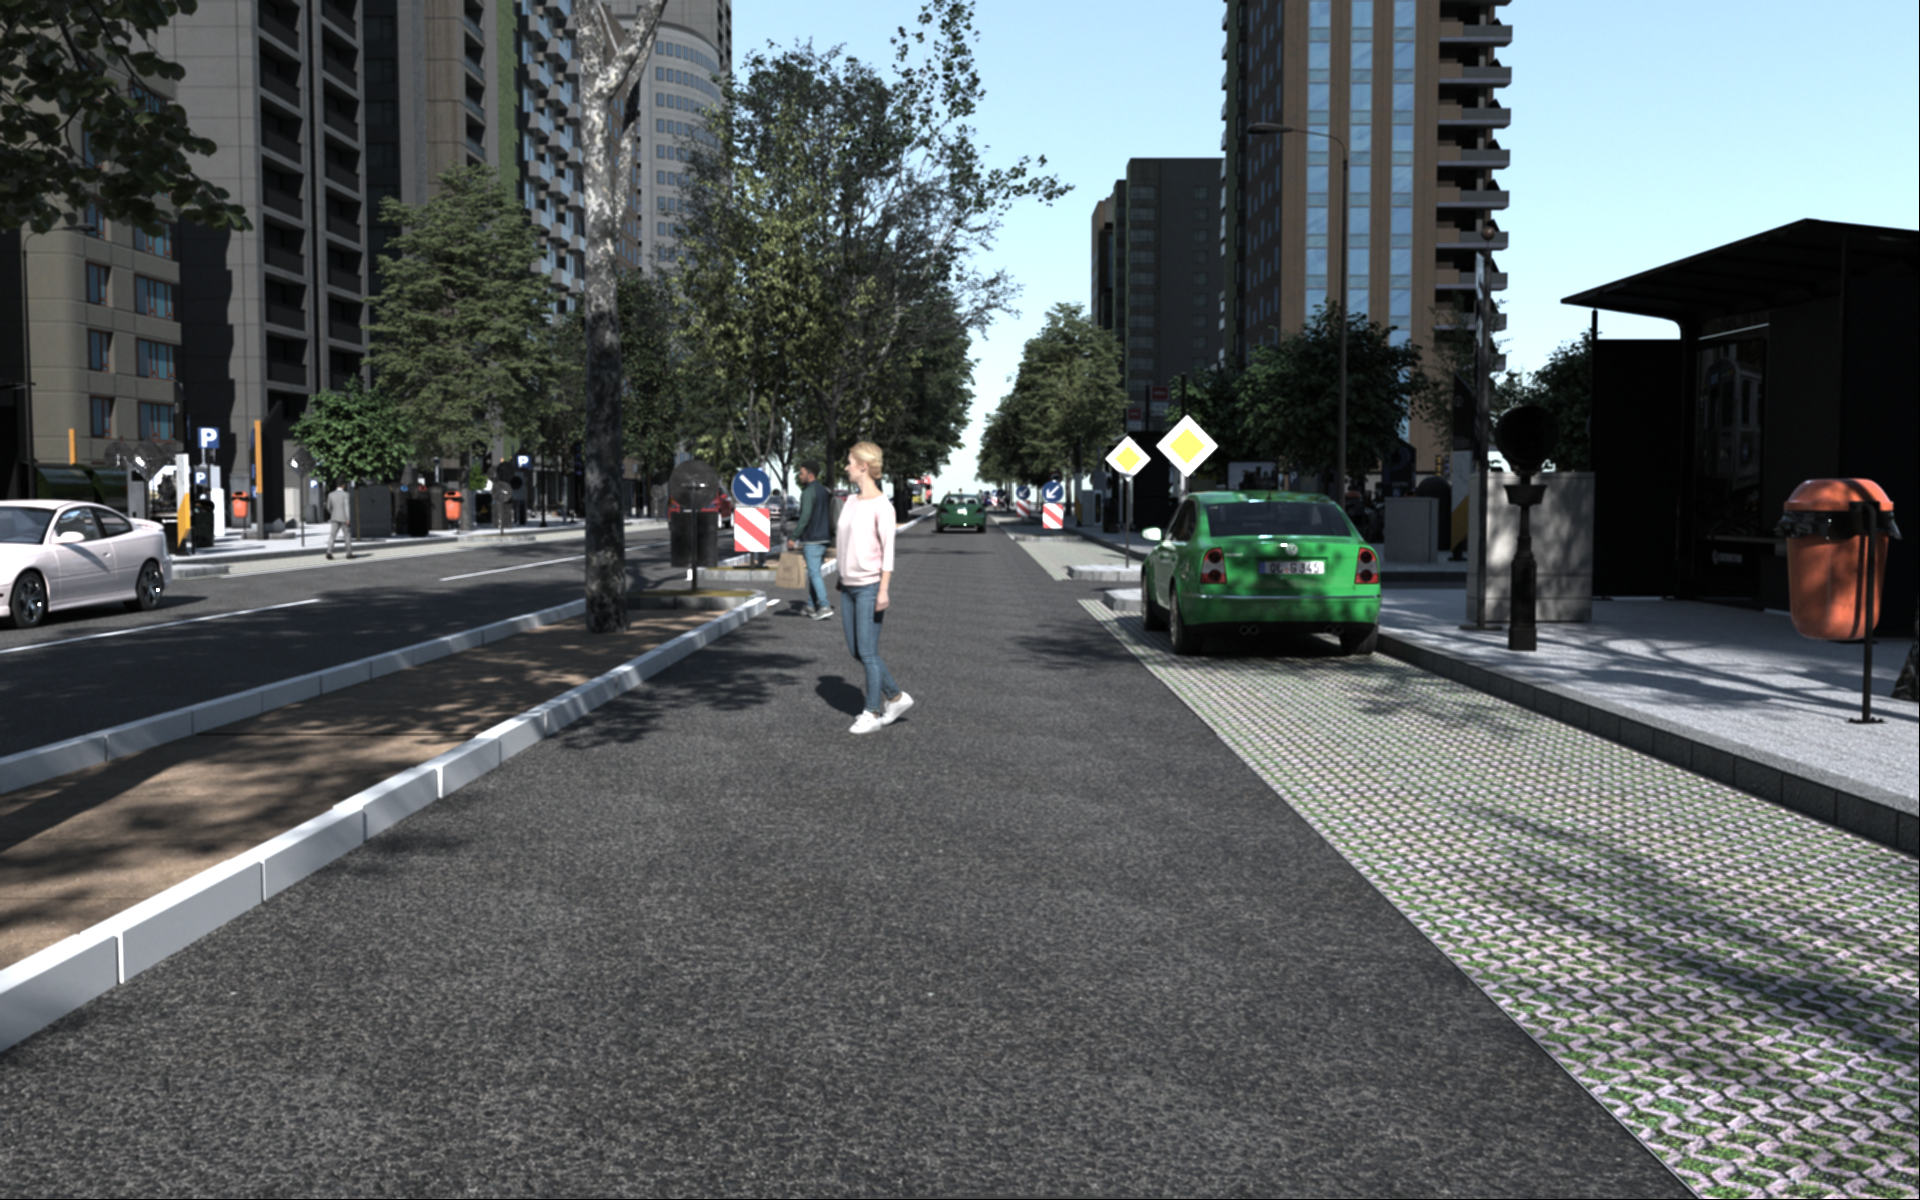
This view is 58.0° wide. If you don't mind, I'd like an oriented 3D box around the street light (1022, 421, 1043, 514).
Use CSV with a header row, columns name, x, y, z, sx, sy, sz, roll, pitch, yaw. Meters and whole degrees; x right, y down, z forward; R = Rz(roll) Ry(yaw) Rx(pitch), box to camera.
name,x,y,z,sx,sy,sz,roll,pitch,yaw
street light,4.640,-8.386,109.644,1.470,5.913,1.316,0,4,0

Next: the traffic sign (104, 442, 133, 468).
name,x,y,z,sx,sy,sz,roll,pitch,yaw
traffic sign,-20.425,-2.567,42.078,0.768,2.556,0.104,0,4,6

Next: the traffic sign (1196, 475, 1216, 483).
name,x,y,z,sx,sy,sz,roll,pitch,yaw
traffic sign,8.544,-3.696,54.302,2.265,3.308,0.079,0,4,6

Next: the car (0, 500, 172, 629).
name,x,y,z,sx,sy,sz,roll,pitch,yaw
car,-10.808,-0.459,19.864,2.083,1.381,4.827,0,4,0

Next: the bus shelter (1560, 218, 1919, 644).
name,x,y,z,sx,sy,sz,roll,pitch,yaw
bus shelter,8.072,-1.627,17.892,1.731,3.624,6.357,0,4,0

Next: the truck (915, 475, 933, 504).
name,x,y,z,sx,sy,sz,roll,pitch,yaw
truck,-5.366,-16.268,254.888,2.839,4.237,11.283,0,4,0

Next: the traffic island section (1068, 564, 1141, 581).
name,x,y,z,sx,sy,sz,roll,pitch,yaw
traffic island section,2.918,-0.472,29.991,2.009,0.180,2.903,0,4,0

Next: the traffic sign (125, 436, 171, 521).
name,x,y,z,sx,sy,sz,roll,pitch,yaw
traffic sign,-14.050,-1.612,29.995,0.795,2.450,0.064,0,4,0

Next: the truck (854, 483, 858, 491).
name,x,y,z,sx,sy,sz,roll,pitch,yaw
truck,-10.366,-12.957,201.606,2.967,4.110,18.799,0,4,0

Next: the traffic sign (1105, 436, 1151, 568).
name,x,y,z,sx,sy,sz,roll,pitch,yaw
traffic sign,2.894,-1.607,29.913,0.795,2.450,0.064,0,4,0

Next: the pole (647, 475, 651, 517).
name,x,y,z,sx,sy,sz,roll,pitch,yaw
pole,-17.072,-6.184,94.954,0.158,3.312,0.155,0,3,0

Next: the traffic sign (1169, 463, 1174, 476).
name,x,y,z,sx,sy,sz,roll,pitch,yaw
traffic sign,8.023,-4.151,67.978,0.768,2.556,0.104,0,4,1

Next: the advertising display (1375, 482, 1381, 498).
name,x,y,z,sx,sy,sz,roll,pitch,yaw
advertising display,22.767,-5.366,92.950,0.974,1.923,0.123,0,4,3

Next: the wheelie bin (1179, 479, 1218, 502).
name,x,y,z,sx,sy,sz,roll,pitch,yaw
wheelie bin,5.058,-1.750,36.514,0.980,1.594,0.693,-2,4,-24

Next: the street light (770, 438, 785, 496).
name,x,y,z,sx,sy,sz,roll,pitch,yaw
street light,-15.101,-10.411,142.755,1.470,5.913,1.316,0,4,0

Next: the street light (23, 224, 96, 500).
name,x,y,z,sx,sy,sz,roll,pitch,yaw
street light,-15.542,-3.509,29.921,1.470,5.913,1.316,0,4,0

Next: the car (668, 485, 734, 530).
name,x,y,z,sx,sy,sz,roll,pitch,yaw
car,-10.422,-3.748,69.950,2.281,1.827,5.304,0,4,1

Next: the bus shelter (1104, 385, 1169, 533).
name,x,y,z,sx,sy,sz,roll,pitch,yaw
bus shelter,6.644,-5.137,61.619,2.179,5.291,8.768,0,4,0

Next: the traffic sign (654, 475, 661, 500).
name,x,y,z,sx,sy,sz,roll,pitch,yaw
traffic sign,-17.871,-6.299,103.099,0.768,2.556,0.104,0,4,3

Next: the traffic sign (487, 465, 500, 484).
name,x,y,z,sx,sy,sz,roll,pitch,yaw
traffic sign,-20.693,-4.711,77.125,0.768,2.556,0.104,0,4,4

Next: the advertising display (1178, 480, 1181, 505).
name,x,y,z,sx,sy,sz,roll,pitch,yaw
advertising display,9.956,-4.477,78.406,0.123,1.923,0.974,0,4,4

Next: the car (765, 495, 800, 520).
name,x,y,z,sx,sy,sz,roll,pitch,yaw
car,-9.937,-5.133,96.294,2.083,1.381,4.827,0,4,0

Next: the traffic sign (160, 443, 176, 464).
name,x,y,z,sx,sy,sz,roll,pitch,yaw
traffic sign,-19.720,-2.637,43.226,0.768,2.556,0.104,0,4,1

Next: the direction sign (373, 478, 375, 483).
name,x,y,z,sx,sy,sz,roll,pitch,yaw
direction sign,-26.258,-5.237,77.616,0.379,3.537,0.876,0,4,-3

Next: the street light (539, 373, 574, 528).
name,x,y,z,sx,sy,sz,roll,pitch,yaw
street light,-15.362,-5.713,65.950,1.470,5.913,1.316,0,4,0

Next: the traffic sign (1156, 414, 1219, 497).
name,x,y,z,sx,sy,sz,roll,pitch,yaw
traffic sign,2.865,-1.118,21.928,0.795,2.450,0.064,0,4,0

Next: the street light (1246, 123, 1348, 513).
name,x,y,z,sx,sy,sz,roll,pitch,yaw
street light,4.291,-3.017,21.873,1.470,5.913,1.316,0,4,0

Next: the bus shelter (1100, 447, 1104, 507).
name,x,y,z,sx,sy,sz,roll,pitch,yaw
bus shelter,7.401,-6.161,78.356,2.179,5.291,8.768,0,4,0

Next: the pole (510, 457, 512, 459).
name,x,y,z,sx,sy,sz,roll,pitch,yaw
pole,-24.394,-6.150,94.393,0.158,3.312,0.155,0,3,0

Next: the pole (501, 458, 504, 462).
name,x,y,z,sx,sy,sz,roll,pitch,yaw
pole,-25.983,-6.399,98.461,0.158,3.312,0.155,0,3,0

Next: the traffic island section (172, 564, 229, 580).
name,x,y,z,sx,sy,sz,roll,pitch,yaw
traffic island section,-14.073,-0.476,30.057,2.009,0.180,2.903,0,4,0

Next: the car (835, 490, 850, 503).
name,x,y,z,sx,sy,sz,roll,pitch,yaw
car,-10.261,-8.495,147.565,2.281,1.827,5.304,0,4,-1

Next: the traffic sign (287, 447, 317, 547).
name,x,y,z,sx,sy,sz,roll,pitch,yaw
traffic sign,-16.010,-2.505,42.143,0.795,2.450,0.064,1,4,9

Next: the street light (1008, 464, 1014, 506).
name,x,y,z,sx,sy,sz,roll,pitch,yaw
street light,4.710,-10.603,145.894,1.470,5.913,1.316,0,4,0

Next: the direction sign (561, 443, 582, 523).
name,x,y,z,sx,sy,sz,roll,pitch,yaw
direction sign,-17.152,-5.171,76.542,0.876,3.537,0.379,0,4,0

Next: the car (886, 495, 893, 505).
name,x,y,z,sx,sy,sz,roll,pitch,yaw
car,-6.861,-9.389,166.087,1.945,1.354,3.894,0,3,0

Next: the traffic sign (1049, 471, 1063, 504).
name,x,y,z,sx,sy,sz,roll,pitch,yaw
traffic sign,5.243,-5.810,95.098,0.768,2.556,0.104,0,4,3

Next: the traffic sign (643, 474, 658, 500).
name,x,y,z,sx,sy,sz,roll,pitch,yaw
traffic sign,-18.042,-6.184,101.115,0.884,2.594,0.081,0,4,3

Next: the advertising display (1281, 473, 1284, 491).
name,x,y,z,sx,sy,sz,roll,pitch,yaw
advertising display,9.680,-2.940,53.280,0.123,1.923,0.974,3,4,39

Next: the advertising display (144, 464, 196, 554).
name,x,y,z,sx,sy,sz,roll,pitch,yaw
advertising display,-16.770,-1.930,36.772,0.974,1.923,0.123,-2,4,-25

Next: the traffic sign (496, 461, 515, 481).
name,x,y,z,sx,sy,sz,roll,pitch,yaw
traffic sign,-17.678,-4.116,67.395,0.768,2.556,0.104,0,4,8

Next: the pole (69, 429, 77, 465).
name,x,y,z,sx,sy,sz,roll,pitch,yaw
pole,-27.761,-3.697,54.281,0.158,3.312,0.155,0,3,0

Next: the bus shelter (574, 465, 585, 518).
name,x,y,z,sx,sy,sz,roll,pitch,yaw
bus shelter,-19.449,-6.291,94.148,1.731,3.624,6.357,0,4,0

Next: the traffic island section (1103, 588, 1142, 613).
name,x,y,z,sx,sy,sz,roll,pitch,yaw
traffic island section,2.889,0.017,22.006,2.009,0.180,2.903,0,4,0

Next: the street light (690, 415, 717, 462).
name,x,y,z,sx,sy,sz,roll,pitch,yaw
street light,-15.243,-7.888,101.505,1.470,5.913,1.316,0,4,0

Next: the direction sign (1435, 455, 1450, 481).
name,x,y,z,sx,sy,sz,roll,pitch,yaw
direction sign,27.955,-6.625,100.317,0.876,3.537,0.379,2,4,32

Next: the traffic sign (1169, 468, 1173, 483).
name,x,y,z,sx,sy,sz,roll,pitch,yaw
traffic sign,7.928,-3.959,66.862,0.606,2.300,0.079,1,4,8

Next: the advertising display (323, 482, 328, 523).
name,x,y,z,sx,sy,sz,roll,pitch,yaw
advertising display,-28.710,-4.463,78.188,0.123,1.923,0.974,-3,4,-36

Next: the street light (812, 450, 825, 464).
name,x,y,z,sx,sy,sz,roll,pitch,yaw
street light,-14.928,-12.604,178.619,1.470,5.913,1.316,0,4,0

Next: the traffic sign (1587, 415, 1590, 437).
name,x,y,z,sx,sy,sz,roll,pitch,yaw
traffic sign,8.664,-1.398,22.960,0.768,2.556,0.104,0,4,1

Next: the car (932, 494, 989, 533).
name,x,y,z,sx,sy,sz,roll,pitch,yaw
car,0.026,-3.229,64.595,2.131,1.459,4.920,0,4,-1

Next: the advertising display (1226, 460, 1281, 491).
name,x,y,z,sx,sy,sz,roll,pitch,yaw
advertising display,5.487,-1.673,32.567,0.974,1.923,0.123,1,4,13

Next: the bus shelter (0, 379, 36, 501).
name,x,y,z,sx,sy,sz,roll,pitch,yaw
bus shelter,-20.404,-2.592,33.654,1.731,3.624,6.357,0,3,0

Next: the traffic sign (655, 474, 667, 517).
name,x,y,z,sx,sy,sz,roll,pitch,yaw
traffic sign,-16.384,-5.804,95.004,0.768,2.556,0.104,0,4,8

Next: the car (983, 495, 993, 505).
name,x,y,z,sx,sy,sz,roll,pitch,yaw
car,3.436,-10.915,191.034,1.945,1.354,3.894,0,4,1

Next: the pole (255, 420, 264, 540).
name,x,y,z,sx,sy,sz,roll,pitch,yaw
pole,-19.451,-3.318,48.085,0.158,3.312,0.155,0,3,0

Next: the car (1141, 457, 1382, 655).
name,x,y,z,sx,sy,sz,roll,pitch,yaw
car,2.787,-0.484,16.713,1.959,1.807,4.718,0,4,0
